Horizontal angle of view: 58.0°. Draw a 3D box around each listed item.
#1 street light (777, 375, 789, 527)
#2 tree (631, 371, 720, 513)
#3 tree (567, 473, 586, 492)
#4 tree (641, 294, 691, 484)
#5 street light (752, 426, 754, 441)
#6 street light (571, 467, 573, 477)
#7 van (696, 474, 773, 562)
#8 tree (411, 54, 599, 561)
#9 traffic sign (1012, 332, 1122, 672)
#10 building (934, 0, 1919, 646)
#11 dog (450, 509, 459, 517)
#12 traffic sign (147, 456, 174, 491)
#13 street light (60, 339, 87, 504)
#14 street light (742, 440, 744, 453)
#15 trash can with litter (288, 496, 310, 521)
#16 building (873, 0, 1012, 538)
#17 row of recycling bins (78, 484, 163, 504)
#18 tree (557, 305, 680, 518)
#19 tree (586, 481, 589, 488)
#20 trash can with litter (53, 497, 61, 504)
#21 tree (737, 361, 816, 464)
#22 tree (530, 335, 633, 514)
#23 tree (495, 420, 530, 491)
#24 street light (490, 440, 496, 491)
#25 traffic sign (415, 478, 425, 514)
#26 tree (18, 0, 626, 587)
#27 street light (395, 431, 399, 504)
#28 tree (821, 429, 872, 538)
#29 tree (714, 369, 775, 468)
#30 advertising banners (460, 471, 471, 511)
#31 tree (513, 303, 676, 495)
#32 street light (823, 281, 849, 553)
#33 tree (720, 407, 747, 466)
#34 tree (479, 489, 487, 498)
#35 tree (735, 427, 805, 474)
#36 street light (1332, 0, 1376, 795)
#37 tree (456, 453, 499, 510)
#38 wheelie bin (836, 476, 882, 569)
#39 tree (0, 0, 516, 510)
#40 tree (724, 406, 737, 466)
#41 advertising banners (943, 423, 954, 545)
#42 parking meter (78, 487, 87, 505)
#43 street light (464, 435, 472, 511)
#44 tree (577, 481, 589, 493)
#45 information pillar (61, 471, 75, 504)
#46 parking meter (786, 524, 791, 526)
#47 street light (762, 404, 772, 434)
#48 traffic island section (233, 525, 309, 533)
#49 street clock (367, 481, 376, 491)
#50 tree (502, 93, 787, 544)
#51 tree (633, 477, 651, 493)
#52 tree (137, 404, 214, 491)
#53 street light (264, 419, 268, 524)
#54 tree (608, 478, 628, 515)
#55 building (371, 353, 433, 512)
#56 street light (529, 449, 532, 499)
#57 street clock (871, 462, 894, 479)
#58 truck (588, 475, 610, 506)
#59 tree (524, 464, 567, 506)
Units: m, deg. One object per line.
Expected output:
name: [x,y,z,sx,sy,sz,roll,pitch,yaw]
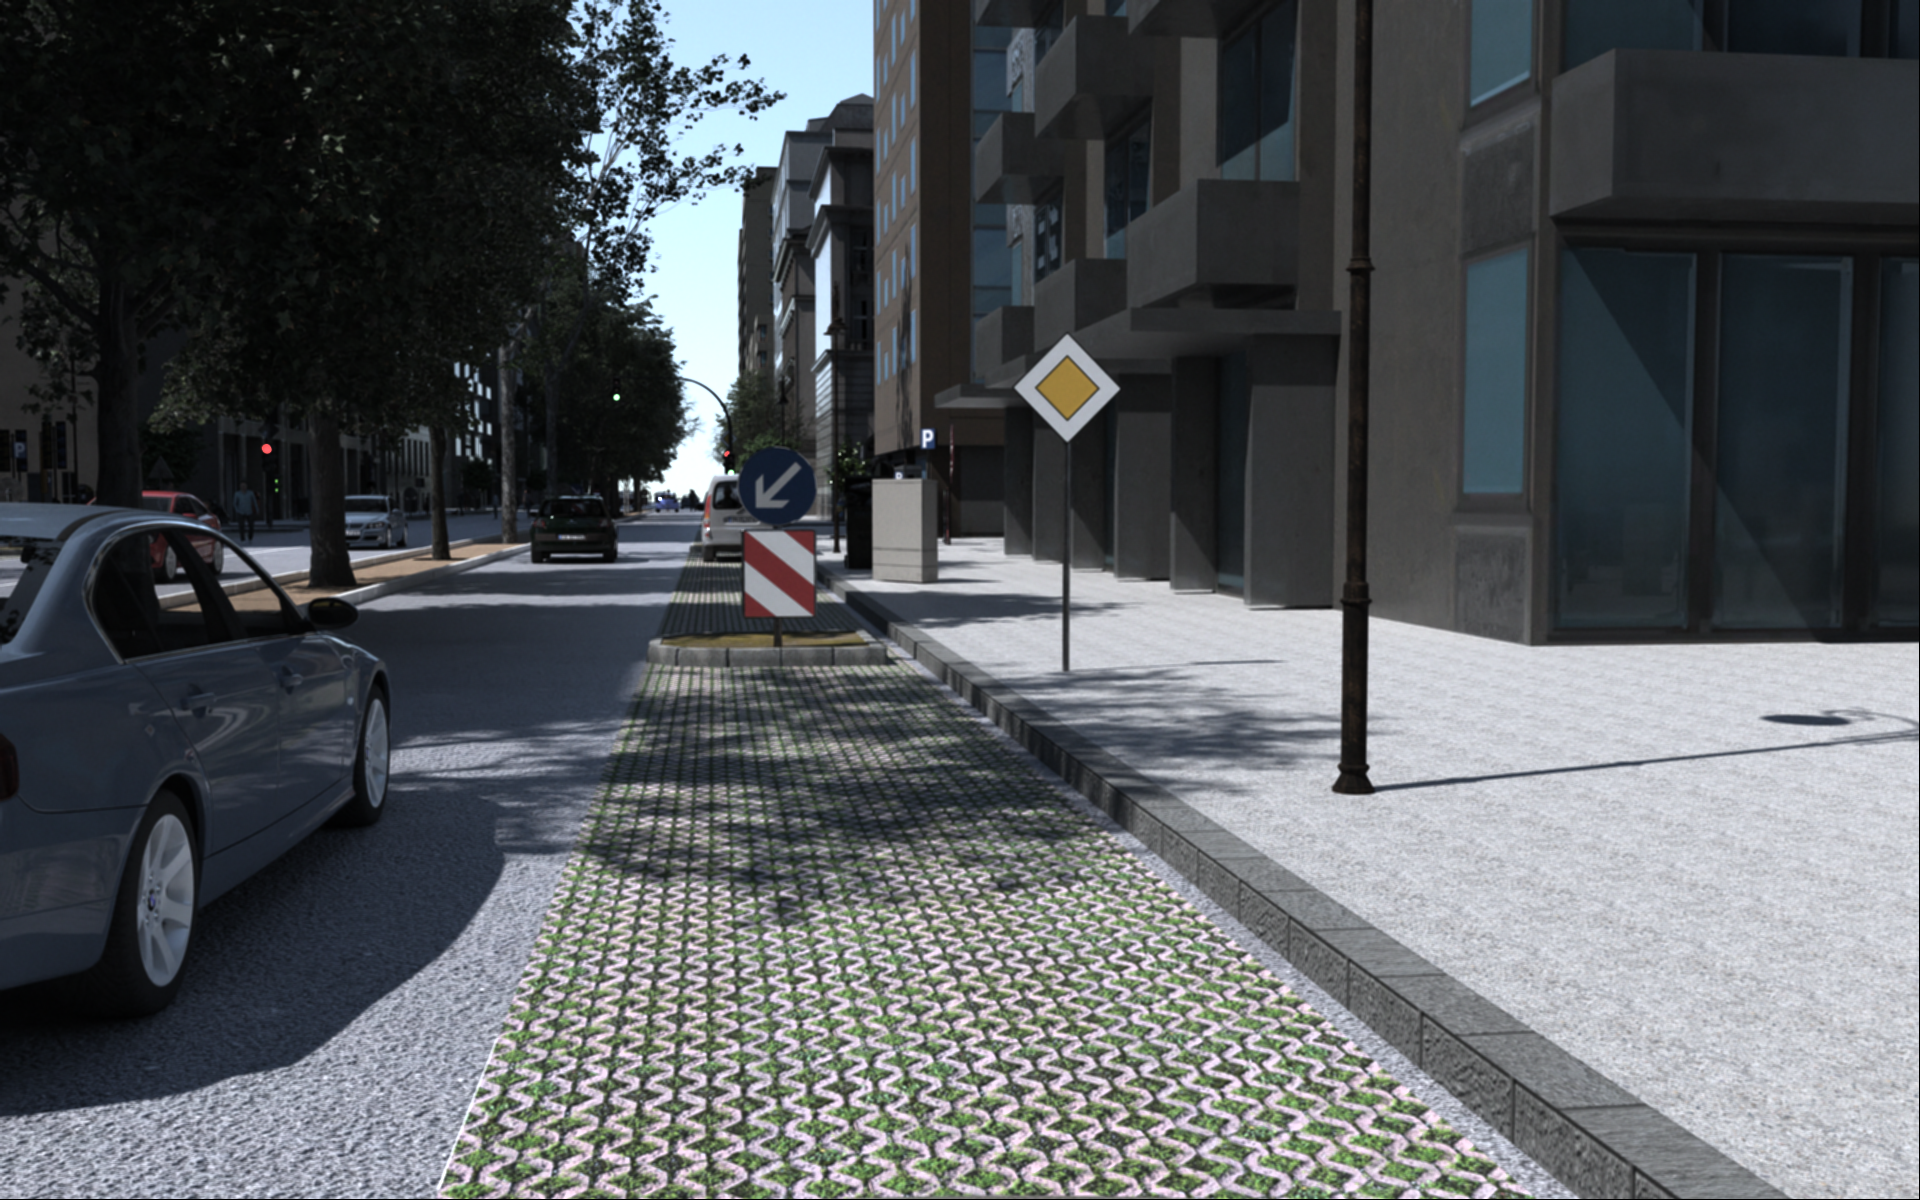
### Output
street light: [-6.863,-5.782,67.319,0.468,5.910,1.993,-1,4,-8]
tree: [-24.611,-13.437,132.524,12.009,13.543,11.850,0,3,0]
tree: [-51.276,-14.643,223.121,4.285,4.588,4.351,0,3,0]
tree: [-19.068,-11.229,92.703,9.857,13.997,8.962,0,3,0]
street light: [-14.107,-8.909,118.448,0.468,5.910,1.993,-1,4,-8]
street light: [-52.061,-15.869,232.239,0.468,5.910,1.993,-1,4,-8]
van: [-4.749,-1.875,37.675,2.013,2.044,4.112,0,4,-7]
tree: [-11.309,-6.658,37.078,9.928,11.665,9.643,0,3,0]
traffic sign: [0.763,-0.689,12.455,0.795,2.450,0.064,0,4,-7]
building: [12.421,-24.929,27.196,23.786,49.044,30.456,-1,4,-8]
dog: [-31.096,-5.336,106.530,0.540,0.507,0.406,-1,4,-19]
traffic sign: [-27.060,-3.587,58.648,0.884,2.594,0.081,0,4,-5]
street light: [-26.040,-4.781,50.960,0.468,5.910,1.993,-1,4,-8]
street light: [-18.540,-10.738,148.351,0.468,5.910,1.993,-1,4,-8]
trash can with litter: [-31.572,-4.487,84.420,2.233,1.210,1.678,-1,4,-22]
building: [4.676,-24.875,56.818,14.600,45.320,14.200,-1,4,-8]
row of recycling bins: [-35.264,-3.999,72.492,3.534,1.692,1.069,-3,4,-37]
tree: [-20.391,-11.085,101.823,7.486,12.596,7.792,0,3,0]
tree: [-56.468,-16.648,255.908,4.285,4.588,4.351,0,3,0]
trash can with litter: [-32.525,-3.108,62.204,0.624,1.170,1.055,0,4,-4]
tree: [-9.983,-8.862,95.250,4.360,8.622,3.978,0,3,0]
tree: [-16.994,-7.654,77.962,4.360,8.622,3.978,0,3,0]
tree: [-42.111,-13.110,164.712,4.360,8.622,3.978,0,3,0]
street light: [-40.167,-10.792,149.242,0.468,5.910,1.993,-1,4,-8]
traffic sign: [-34.415,-6.619,110.349,0.606,2.300,0.079,0,4,0]
tree: [-9.695,-7.167,26.285,9.857,13.997,8.962,0,3,0]
street light: [-33.638,-7.984,103.331,0.468,5.910,1.993,-1,4,-8]
tree: [-3.405,-3.435,50.756,1.663,3.219,1.824,0,3,0]
tree: [-18.875,-14.606,156.942,7.486,12.596,7.792,0,3,0]
advertising banners: [-37.386,-8.241,130.935,0.090,3.025,2.074,0,4,4]
tree: [-17.988,-8.992,83.891,8.767,10.594,7.601,-1,4,-8]
street light: [-2.695,-3.970,37.699,0.468,5.910,1.993,-1,4,-8]
tree: [-29.848,-19.875,235.326,12.009,13.543,11.850,0,3,0]
tree: [-39.953,-9.158,144.331,1.663,3.219,1.824,0,3,0]
tree: [-9.190,-6.166,84.526,4.285,4.588,4.351,0,3,0]
street light: [1.697,-2.110,7.293,0.468,5.910,1.993,-1,4,-8]
tree: [-38.681,-9.491,138.895,4.285,4.588,4.351,0,3,0]
wheelie bin: [-1.633,-1.339,29.798,0.980,1.594,0.693,0,4,-6]
tree: [-8.107,-5.927,16.378,9.611,12.733,9.660,0,3,0]
tree: [-16.584,-11.356,136.029,4.360,8.622,3.978,0,3,0]
advertising banners: [-0.294,-2.904,43.676,0.090,3.025,2.074,0,4,-6]
parking meter: [-30.621,-3.175,60.317,0.372,1.533,0.369,0,3,0]
street light: [-37.798,-9.815,133.267,0.468,5.910,1.993,-1,4,-8]
tree: [-57.890,-16.658,266.960,1.663,3.219,1.824,0,3,0]
information pillar: [-28.984,-3.173,56.373,0.304,2.012,0.304,1,4,13]
parking meter: [-6.905,-3.867,68.941,0.255,1.863,0.399,0,4,6]
street light: [-9.875,-7.098,88.837,0.468,5.910,1.993,-1,4,-8]
traffic island section: [-26.070,-2.640,65.449,2.009,0.180,2.903,-1,4,-8]
street clock: [-32.297,-5.534,95.056,0.471,2.002,0.358,2,4,28]
tree: [-11.554,-11.615,48.246,12.611,20.169,13.585,0,3,0]
tree: [-23.575,-10.404,122.929,4.360,8.622,3.978,0,3,0]
tree: [-28.878,-4.834,62.755,4.285,4.588,4.351,0,3,0]
street light: [-29.311,-6.139,73.165,0.468,5.910,1.993,-1,4,-8]
tree: [-22.956,-10.123,118.331,4.737,8.622,4.395,0,3,0]
building: [-46.551,-17.646,121.789,16.112,22.955,30.059,-1,4,-8]
street light: [-44.358,-12.611,178.983,0.468,5.910,1.993,-1,4,-8]
street clock: [-1.735,-2.109,39.050,0.471,2.002,0.358,1,4,23]
truck: [-43.330,-13.475,209.236,2.839,4.237,11.283,-1,4,-10]
tree: [-46.461,-12.709,191.507,4.285,4.588,4.351,0,3,0]
